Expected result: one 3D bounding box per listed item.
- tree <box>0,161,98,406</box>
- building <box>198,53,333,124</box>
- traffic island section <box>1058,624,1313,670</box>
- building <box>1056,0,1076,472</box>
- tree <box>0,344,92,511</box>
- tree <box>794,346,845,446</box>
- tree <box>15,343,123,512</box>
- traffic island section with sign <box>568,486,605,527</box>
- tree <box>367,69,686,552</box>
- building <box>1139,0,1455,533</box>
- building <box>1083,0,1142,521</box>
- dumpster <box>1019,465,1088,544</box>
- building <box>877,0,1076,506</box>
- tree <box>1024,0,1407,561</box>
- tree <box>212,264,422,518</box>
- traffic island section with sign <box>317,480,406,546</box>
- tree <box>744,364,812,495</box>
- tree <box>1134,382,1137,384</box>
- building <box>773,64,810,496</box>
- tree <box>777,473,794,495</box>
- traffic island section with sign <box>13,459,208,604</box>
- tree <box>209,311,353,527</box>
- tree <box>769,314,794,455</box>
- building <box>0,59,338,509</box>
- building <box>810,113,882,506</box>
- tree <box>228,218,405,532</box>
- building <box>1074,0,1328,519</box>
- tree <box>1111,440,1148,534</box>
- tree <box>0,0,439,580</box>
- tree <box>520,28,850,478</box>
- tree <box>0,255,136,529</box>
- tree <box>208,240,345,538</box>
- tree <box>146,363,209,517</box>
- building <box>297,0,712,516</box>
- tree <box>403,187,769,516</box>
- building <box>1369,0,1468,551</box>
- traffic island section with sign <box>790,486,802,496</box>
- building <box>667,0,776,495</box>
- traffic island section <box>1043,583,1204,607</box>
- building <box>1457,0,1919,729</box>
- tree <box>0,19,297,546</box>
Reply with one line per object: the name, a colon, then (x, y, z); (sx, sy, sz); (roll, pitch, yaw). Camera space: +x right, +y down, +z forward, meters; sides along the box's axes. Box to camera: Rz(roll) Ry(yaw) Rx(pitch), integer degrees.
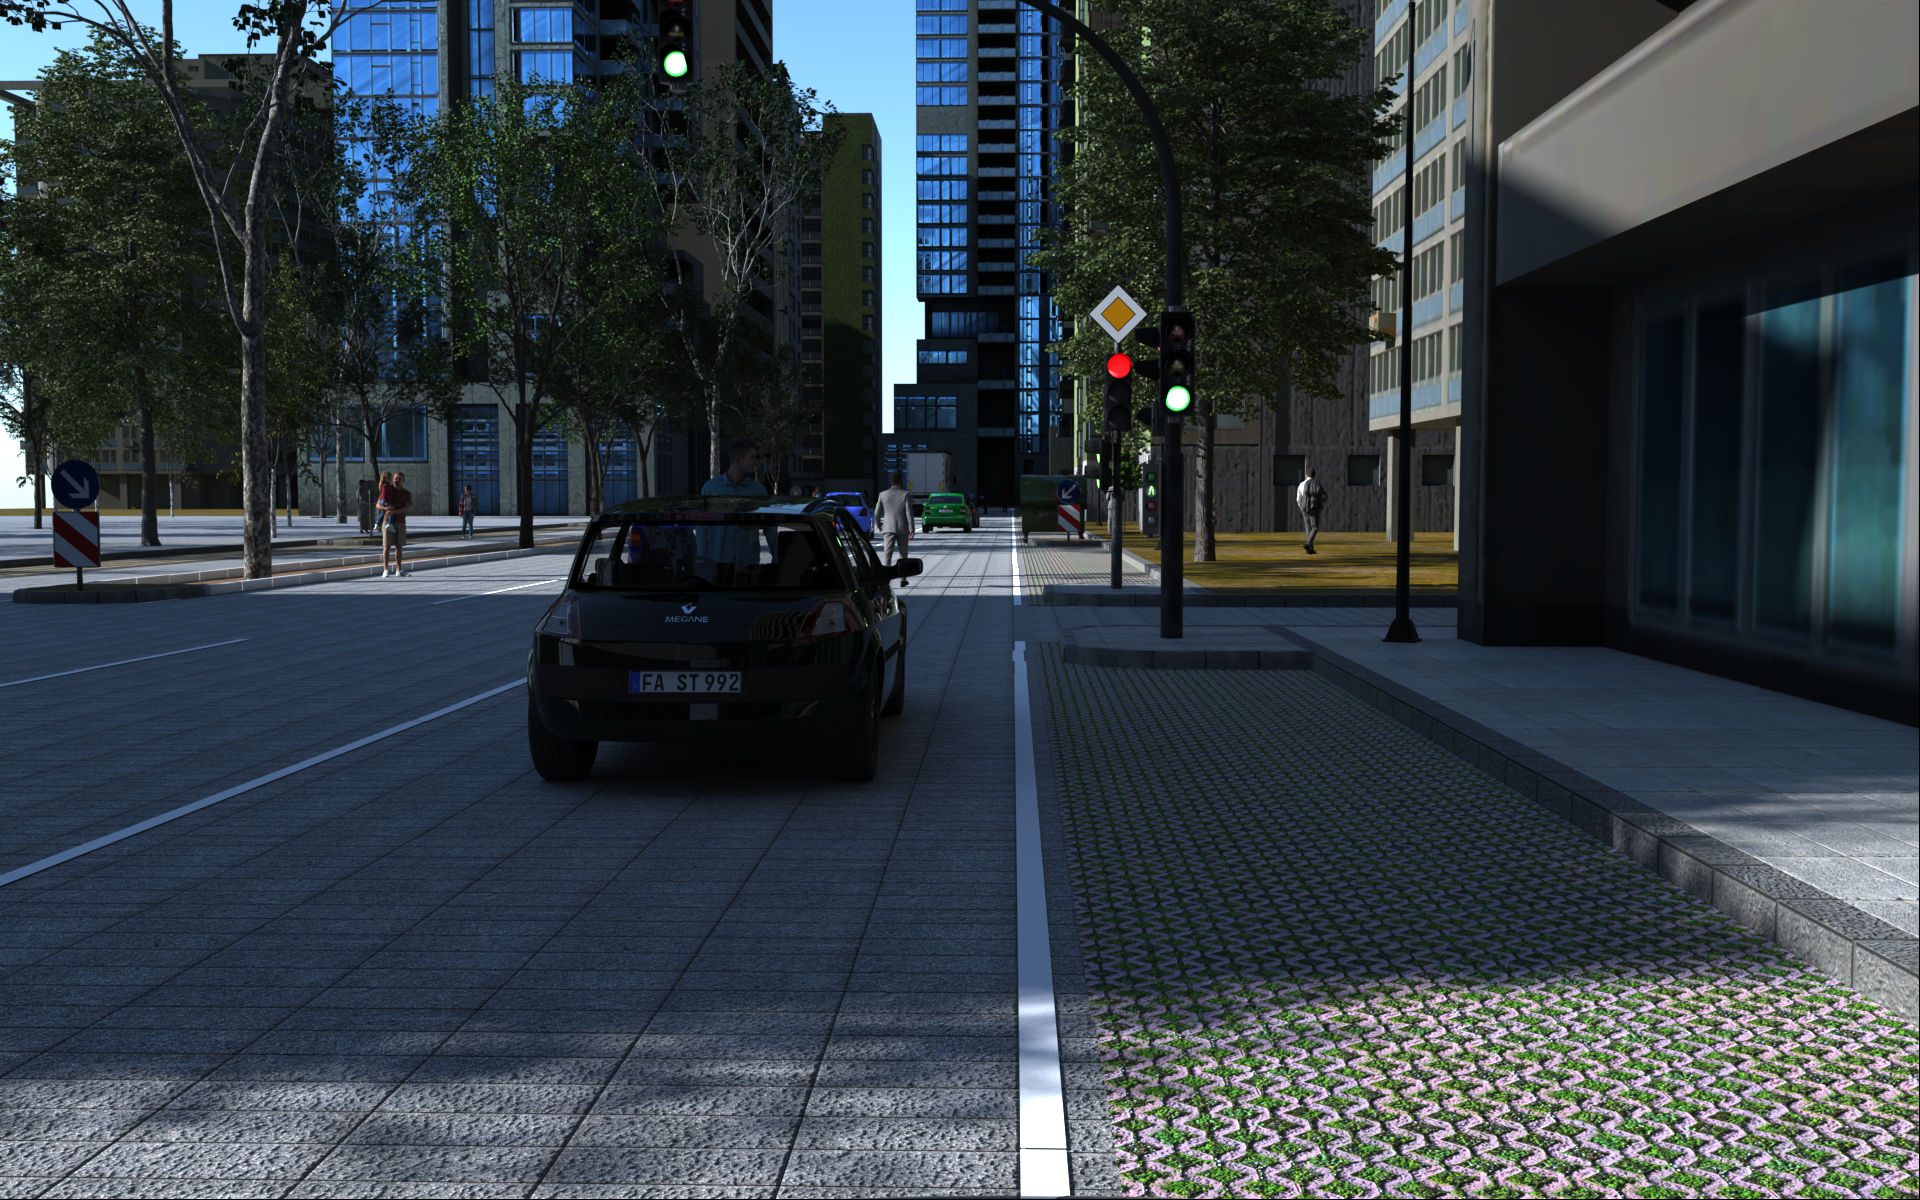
tree: (-32.128, -8.718, 52.910); (12.009, 13.543, 11.850); (0, 3, 0)
building: (-71.885, -34.931, 194.815); (21.600, 48.544, 21.300); (0, 4, 2)
traffic island section: (1.905, 0.415, 15.496); (2.009, 0.180, 2.903); (0, 4, 2)
building: (18.424, -28.973, 128.339); (22.147, 44.769, 28.867); (0, 4, 2)
tree: (-38.351, -7.489, 72.809); (4.360, 8.622, 3.978); (0, 3, 0)
tree: (-9.699, -9.001, 84.028); (8.767, 10.594, 7.601); (0, 4, 2)
tree: (-42.138, -8.169, 83.931); (4.737, 8.622, 4.395); (0, 3, 0)
traffic island section with sign: (-15.918, -4.098, 75.627); (1.989, 1.847, 2.006); (0, 4, 2)
tree: (-10.588, -6.973, 42.224); (9.928, 11.665, 9.643); (0, 3, 0)
building: (13.588, -23.234, 63.465); (14.154, 41.232, 14.086); (0, 4, 2)
building: (13.173, -19.294, 87.158); (14.160, 30.474, 14.107); (0, 4, 2)
dumpster: (2.708, -2.766, 50.182); (1.985, 2.255, 1.502); (0, 4, 3)
building: (7.115, -53.742, 191.351); (31.000, 86.520, 22.319); (0, 4, 2)
tree: (4.959, -6.995, 32.502); (7.486, 12.596, 7.792); (0, 3, 0)
tree: (-34.119, -11.130, 92.342); (12.009, 13.543, 11.850); (0, 3, 0)
traffic island section with sign: (-16.716, -2.448, 48.660); (1.989, 1.847, 2.006); (0, 4, 2)
tree: (-9.647, -8.423, 90.531); (4.360, 8.622, 3.978); (0, 3, 0)
tree: (9.558, -7.597, 74.574); (4.360, 8.622, 3.978); (0, 3, 0)
building: (-22.679, -29.601, 167.563); (14.086, 41.232, 14.154); (0, 4, 2)
tree: (-15.936, -10.030, 158.589); (1.663, 3.219, 1.824); (0, 3, 0)
traffic island section with sign: (-11.674, -0.943, 23.551); (2.006, 1.907, 1.989); (0, 4, 2)
tree: (-25.817, -7.135, 67.024); (4.360, 8.622, 3.978); (0, 3, 0)
tree: (-10.659, -7.484, 59.229); (8.767, 10.594, 7.601); (0, 4, 2)
building: (-70.205, -28.675, 160.710); (23.993, 40.220, 32.217); (0, 4, 2)
building: (-15.856, -30.936, 189.405); (14.086, 41.232, 14.154); (0, 4, 2)
tree: (-20.047, -7.616, 58.937); (7.601, 10.594, 8.767); (1, 4, 18)
building: (14.096, -25.904, 107.130); (14.154, 41.232, 14.086); (0, 4, 2)
tree: (5.259, -3.773, 56.283); (1.663, 3.219, 1.824); (0, 3, 0)
tree: (-12.550, -10.395, 28.306); (12.611, 20.169, 13.585); (0, 3, 0)
tree: (-11.203, -13.023, 71.274); (12.611, 20.169, 13.585); (0, 3, 0)
tree: (-33.897, -7.922, 63.931); (8.767, 10.594, 7.601); (1, 4, 20)
tree: (-20.189, -6.141, 50.772); (4.737, 8.622, 4.395); (0, 3, 0)
tree: (-43.507, -8.899, 95.861); (4.360, 8.622, 3.978); (0, 3, 0)
building: (-28.330, -48.962, 113.195); (22.319, 86.520, 31.000); (0, 4, 2)
tree: (-10.660, -6.987, 51.110); (8.767, 10.594, 7.601); (0, 4, 2)
building: (22.413, -21.041, 35.899); (23.993, 40.220, 32.217); (0, 4, 2)
traffic island section with sign: (-9.434, -5.536, 98.656); (2.006, 1.907, 1.989); (0, 4, 2)
building: (-27.147, -31.613, 140.582); (21.300, 48.544, 21.600); (0, 4, 2)
traffic island section: (2.144, -0.073, 23.478); (2.009, 0.180, 2.903); (0, 4, 2)
building: (14.755, -23.207, 3.144); (21.300, 48.544, 21.600); (0, 4, 2)
tree: (-20.447, -7.598, 42.361); (7.486, 12.596, 7.792); (0, 3, 0)
